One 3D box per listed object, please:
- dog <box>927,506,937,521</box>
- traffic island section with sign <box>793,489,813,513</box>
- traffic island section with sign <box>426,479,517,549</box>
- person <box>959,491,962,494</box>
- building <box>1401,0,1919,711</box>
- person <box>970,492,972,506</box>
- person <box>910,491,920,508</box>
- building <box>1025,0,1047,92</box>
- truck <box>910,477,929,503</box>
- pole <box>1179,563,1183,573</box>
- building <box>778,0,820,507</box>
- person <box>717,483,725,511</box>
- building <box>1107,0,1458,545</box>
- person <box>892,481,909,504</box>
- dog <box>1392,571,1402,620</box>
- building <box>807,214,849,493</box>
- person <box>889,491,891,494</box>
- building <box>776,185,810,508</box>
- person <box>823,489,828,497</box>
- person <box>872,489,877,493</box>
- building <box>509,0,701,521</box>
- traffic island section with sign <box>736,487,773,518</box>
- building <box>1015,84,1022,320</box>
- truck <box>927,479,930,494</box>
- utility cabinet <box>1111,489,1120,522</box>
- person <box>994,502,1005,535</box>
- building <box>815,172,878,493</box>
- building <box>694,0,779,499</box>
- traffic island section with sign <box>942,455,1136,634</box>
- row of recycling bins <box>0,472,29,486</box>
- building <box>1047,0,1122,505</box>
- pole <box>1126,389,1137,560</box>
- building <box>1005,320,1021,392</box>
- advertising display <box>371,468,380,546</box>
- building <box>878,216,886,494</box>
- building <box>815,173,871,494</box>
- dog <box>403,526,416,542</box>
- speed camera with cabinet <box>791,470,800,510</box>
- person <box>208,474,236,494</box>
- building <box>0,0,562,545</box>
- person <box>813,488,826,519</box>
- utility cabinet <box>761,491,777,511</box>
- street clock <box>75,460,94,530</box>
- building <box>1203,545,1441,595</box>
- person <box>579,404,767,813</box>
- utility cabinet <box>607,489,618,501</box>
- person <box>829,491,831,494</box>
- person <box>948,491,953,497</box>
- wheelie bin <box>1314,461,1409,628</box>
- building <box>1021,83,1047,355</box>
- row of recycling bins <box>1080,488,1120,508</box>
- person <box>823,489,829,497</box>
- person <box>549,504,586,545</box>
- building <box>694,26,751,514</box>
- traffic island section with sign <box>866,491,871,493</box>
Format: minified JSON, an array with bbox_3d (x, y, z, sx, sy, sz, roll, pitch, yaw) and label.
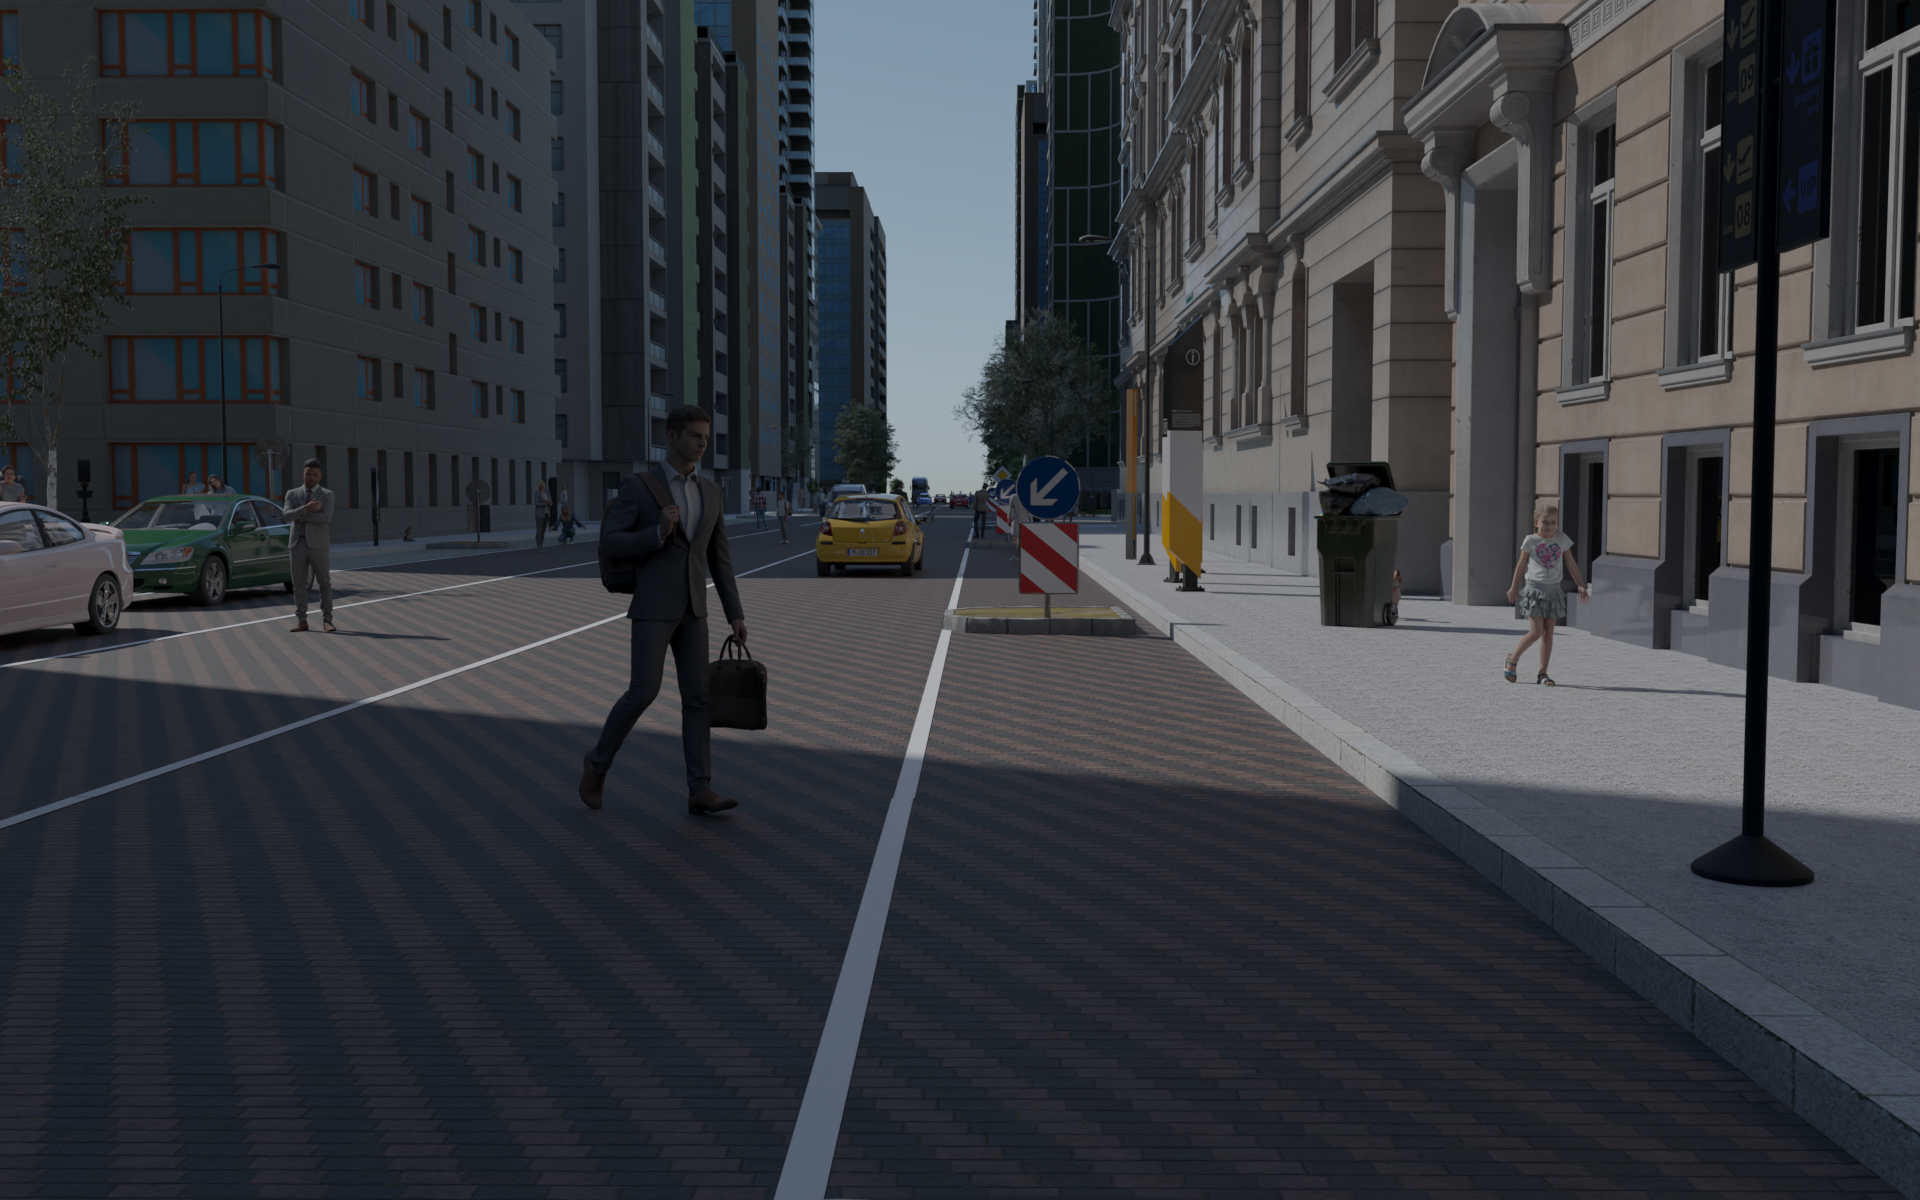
[{"bbox_3d":[-1.645,-4.589,91.865,0.800,0.831,0.513,1,4,8],"label":"dog"},{"bbox_3d":[-11.759,-7.358,128.923,1.989,1.847,2.006,0,4,1],"label":"traffic island section with sign"},{"bbox_3d":[-12.786,-2.261,45.593,1.989,1.847,2.006,0,4,1],"label":"traffic island section with sign"},{"bbox_3d":[0.028,-12.197,207.792,0.709,1.838,0.599,-1,4,-16],"label":"person"},{"bbox_3d":[11.901,-13.724,10.296,13.634,28.700,20.117,0,4,1],"label":"building"},{"bbox_3d":[1.348,-12.027,205.856,0.721,1.736,1.217,1,4,9],"label":"person"},{"bbox_3d":[-4.510,-10.080,173.853,0.990,1.755,0.434,0,4,-1],"label":"person"},{"bbox_3d":[18.724,-57.991,260.818,22.319,86.520,31.000,0,4,1],"label":"building"},{"bbox_3d":[-6.440,-17.734,279.712,2.967,4.110,18.799,0,4,0],"label":"truck"},{"bbox_3d":[3.566,-2.106,28.278,0.158,3.312,0.155,0,3,0],"label":"pole"},{"bbox_3d":[-25.679,-53.199,182.477,22.319,86.520,31.000,0,4,1],"label":"building"},{"bbox_3d":[-8.595,-3.250,61.736,0.778,1.811,0.616,3,4,36],"label":"person"},{"bbox_3d":[12.309,-16.477,56.789,14.401,28.519,23.554,0,4,1],"label":"building"},{"bbox_3d":[-1.923,-2.793,53.946,0.659,1.850,0.755,0,4,-4],"label":"person"},{"bbox_3d":[4.424,-0.059,17.792,0.406,0.507,0.540,-2,4,-35],"label":"dog"},{"bbox_3d":[-30.132,-31.788,211.611,32.217,40.220,23.993,0,4,1],"label":"building"},{"bbox_3d":[-8.022,-11.742,200.486,1.348,1.824,0.705,-3,4,-38],"label":"person"},{"bbox_3d":[-21.773,-23.820,161.151,14.160,30.474,14.107,0,4,1],"label":"building"},{"bbox_3d":[-13.526,-10.290,174.293,0.705,1.822,1.348,-2,4,-25],"label":"person"},{"bbox_3d":[-6.316,-7.340,128.611,0.850,1.850,0.679,3,5,44],"label":"person"},{"bbox_3d":[-21.084,-24.590,85.638,14.154,41.232,14.086,0,4,1],"label":"building"},{"bbox_3d":[-12.088,-5.709,101.970,1.989,1.847,2.006,0,4,1],"label":"traffic island section with sign"},{"bbox_3d":[17.753,-52.802,301.566,20.563,71.187,20.611,0,4,1],"label":"building"},{"bbox_3d":[-6.671,-19.136,302.638,2.967,4.110,18.799,0,4,0],"label":"truck"},{"bbox_3d":[7.337,-4.342,79.666,0.318,1.500,1.173,2,4,32],"label":"utility cabinet"},{"bbox_3d":[1.445,-2.887,60.718,0.382,1.210,0.505,2,4,30],"label":"person"},{"bbox_3d":[-24.281,-39.107,263.093,21.300,48.544,21.600,0,4,1],"label":"building"},{"bbox_3d":[-22.017,-29.797,137.289,14.600,45.320,14.200,0,4,1],"label":"building"},{"bbox_3d":[0.813,-0.611,18.623,1.989,1.847,2.006,0,4,1],"label":"traffic island section with sign"},{"bbox_3d":[-17.794,-1.452,30.849,1.069,1.692,3.534,0,4,4],"label":"row of recycling bins"},{"bbox_3d":[16.962,-44.852,171.584,20.563,71.187,20.611,0,4,1],"label":"building"},{"bbox_3d":[3.354,-2.447,33.850,0.158,3.312,0.155,0,3,0],"label":"pole"},{"bbox_3d":[14.397,-31.426,285.522,14.160,30.474,14.107,0,4,1],"label":"building"},{"bbox_3d":[-14.486,-2.308,42.947,0.123,1.923,0.974,-1,4,-14],"label":"advertising display"},{"bbox_3d":[-23.365,-40.425,284.643,21.300,48.544,21.600,0,4,1],"label":"building"},{"bbox_3d":[-19.999,-36.401,245.271,14.600,45.320,14.200,0,4,1],"label":"building"},{"bbox_3d":[-14.848,-1.782,46.879,0.550,0.427,0.748,1,4,18],"label":"dog"},{"bbox_3d":[-13.439,-8.982,141.184,0.660,3.252,2.038,-1,4,-10],"label":"speed camera with cabinet"},{"bbox_3d":[-13.549,-1.417,31.927,0.793,1.790,0.793,2,4,35],"label":"person"},{"bbox_3d":[-30.293,-12.781,54.001,28.899,21.520,27.650,0,4,1],"label":"building"},{"bbox_3d":[-8.013,-5.498,98.879,0.782,1.767,0.515,-2,4,-27],"label":"person"},{"bbox_3d":[-14.469,-7.479,130.963,1.173,1.500,0.318,-1,4,-10],"label":"utility cabinet"},{"bbox_3d":[-18.528,-1.964,36.677,0.358,2.002,0.471,-2,4,-25],"label":"street clock"},{"bbox_3d":[11.668,-14.967,32.100,14.401,28.519,23.554,0,4,1],"label":"building"},{"bbox_3d":[-1.308,0.040,7.815,0.822,1.834,0.622,3,4,38],"label":"person"},{"bbox_3d":[-15.651,-4.270,78.500,0.318,1.500,1.173,0,4,6],"label":"utility cabinet"},{"bbox_3d":[-17.072,-13.426,226.338,0.721,1.735,1.217,2,4,34],"label":"person"},{"bbox_3d":[-0.995,-11.891,203.014,0.705,1.812,1.348,-3,5,-42],"label":"person"},{"bbox_3d":[3.878,-0.545,16.822,0.980,1.594,0.693,3,4,37],"label":"wheelie bin"},{"bbox_3d":[13.746,-33.008,189.788,14.600,45.320,14.200,0,4,1],"label":"building"},{"bbox_3d":[9.070,-6.303,110.159,3.534,1.692,1.069,3,5,44],"label":"row of recycling bins"},{"bbox_3d":[-13.309,-10.041,170.927,1.217,1.735,0.721,1,4,15],"label":"person"},{"bbox_3d":[-11.093,-2.153,49.207,1.012,1.151,0.738,0,4,1],"label":"person"},{"bbox_3d":[-21.059,-20.570,108.023,14.160,30.474,14.107,0,4,1],"label":"building"},{"bbox_3d":[-10.803,-12.076,206.073,1.989,1.847,2.006,0,4,1],"label":"traffic island section with sign"}]
